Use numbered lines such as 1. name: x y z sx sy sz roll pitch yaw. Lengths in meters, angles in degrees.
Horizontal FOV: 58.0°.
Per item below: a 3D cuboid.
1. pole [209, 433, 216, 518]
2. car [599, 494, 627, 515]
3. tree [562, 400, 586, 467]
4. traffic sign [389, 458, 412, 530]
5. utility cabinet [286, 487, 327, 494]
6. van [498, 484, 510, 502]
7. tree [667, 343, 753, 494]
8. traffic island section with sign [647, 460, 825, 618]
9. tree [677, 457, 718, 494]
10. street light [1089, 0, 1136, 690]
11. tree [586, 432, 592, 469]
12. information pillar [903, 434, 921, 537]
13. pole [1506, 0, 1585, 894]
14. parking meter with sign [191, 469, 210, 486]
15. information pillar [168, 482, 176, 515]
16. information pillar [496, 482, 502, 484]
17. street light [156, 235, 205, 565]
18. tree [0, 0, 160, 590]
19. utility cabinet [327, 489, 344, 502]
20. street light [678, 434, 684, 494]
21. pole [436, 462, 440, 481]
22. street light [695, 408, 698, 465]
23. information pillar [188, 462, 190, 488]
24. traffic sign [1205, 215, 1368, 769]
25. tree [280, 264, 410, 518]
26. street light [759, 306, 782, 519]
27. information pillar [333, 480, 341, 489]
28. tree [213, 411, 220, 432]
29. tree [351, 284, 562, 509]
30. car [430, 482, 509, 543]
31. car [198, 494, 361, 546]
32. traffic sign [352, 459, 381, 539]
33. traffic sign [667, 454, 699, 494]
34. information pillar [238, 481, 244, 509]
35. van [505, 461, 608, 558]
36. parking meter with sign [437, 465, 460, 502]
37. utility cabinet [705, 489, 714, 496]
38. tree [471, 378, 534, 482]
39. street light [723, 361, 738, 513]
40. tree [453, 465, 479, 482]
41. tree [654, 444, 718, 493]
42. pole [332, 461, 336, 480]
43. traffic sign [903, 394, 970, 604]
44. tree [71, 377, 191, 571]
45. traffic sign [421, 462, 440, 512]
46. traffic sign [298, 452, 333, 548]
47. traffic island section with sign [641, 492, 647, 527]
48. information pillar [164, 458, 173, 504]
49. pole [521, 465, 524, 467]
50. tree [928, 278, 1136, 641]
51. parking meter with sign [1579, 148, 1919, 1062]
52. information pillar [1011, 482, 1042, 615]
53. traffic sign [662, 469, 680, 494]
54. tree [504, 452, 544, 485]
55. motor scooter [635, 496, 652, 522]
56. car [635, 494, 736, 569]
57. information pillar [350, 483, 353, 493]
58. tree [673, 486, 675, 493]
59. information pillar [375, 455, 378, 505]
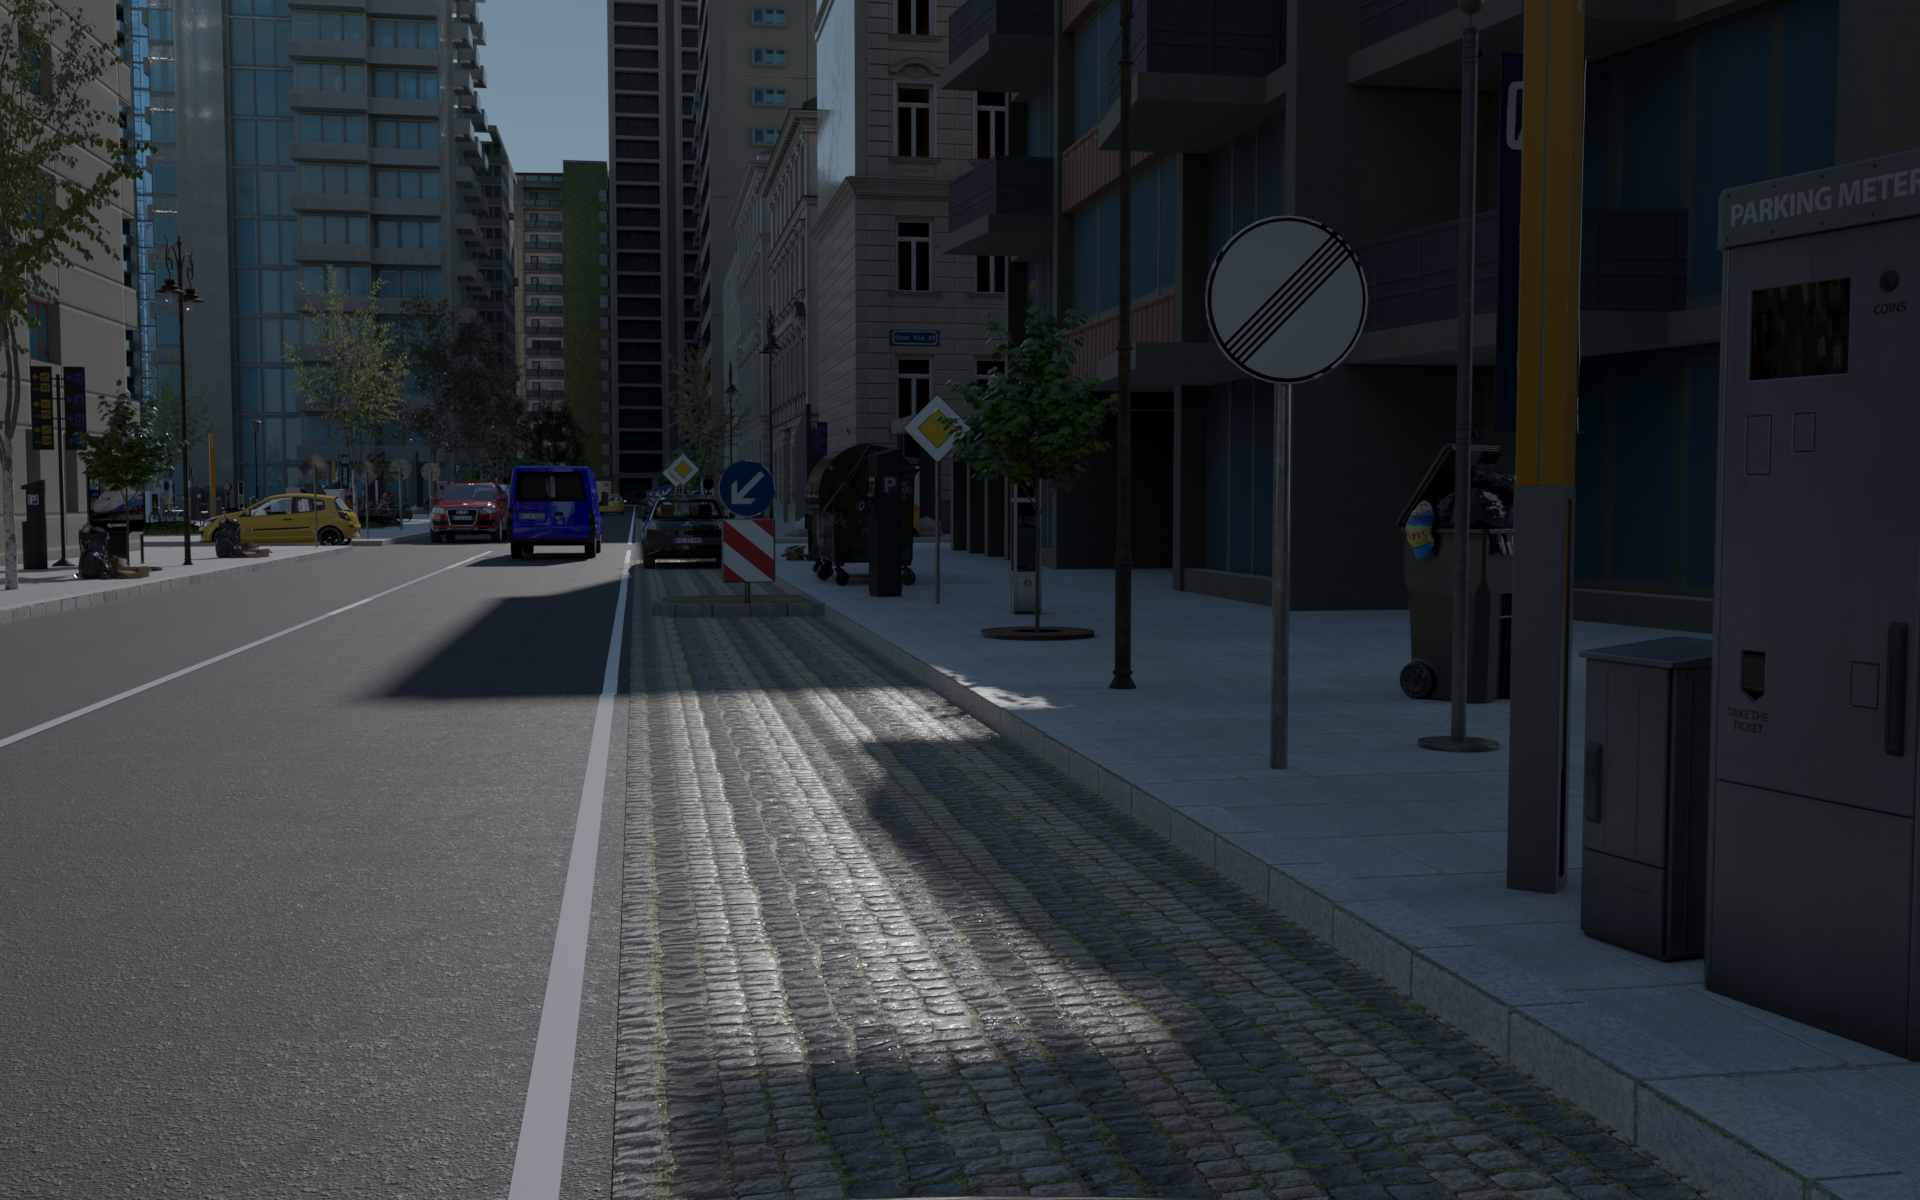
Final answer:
1. pole: -24.844 -3.898 57.575 0.158 3.312 0.155 0 3 0
2. car: -23.760 -6.598 118.093 2.015 1.641 3.980 -1 4 -9
3. tree: -26.037 -9.696 92.945 8.767 10.594 7.601 3 5 42
4. traffic sign: -20.016 -3.784 61.982 0.768 2.556 0.104 -1 4 -10
5. utility cabinet: -22.125 -3.049 58.528 1.173 1.500 0.318 -2 4 -24
6. van: -18.804 -3.830 69.626 2.013 2.044 4.112 -1 4 -11
7. tree: -12.376 -8.163 83.824 4.737 8.622 4.395 0 3 0
8. traffic island section with sign: -2.720 -0.752 20.918 1.989 1.847 2.006 -1 4 -11
9. tree: -14.852 -6.361 98.598 1.663 3.219 1.824 0 3 0
10. street light: 1.075 -2.354 11.273 0.468 5.910 1.993 -1 4 -11
11. tree: -38.055 -13.786 159.811 8.767 10.594 7.601 0 4 -6
12. information pillar: -1.426 -3.664 51.267 0.504 3.616 0.183 -1 4 -18
13. pole: 1.884 -0.716 5.556 0.158 3.312 0.155 0 3 0
14. parking meter with sign: -51.934 -7.522 119.245 1.738 3.016 0.543 -1 4 -15
15. information pillar: -48.877 -6.293 107.379 0.304 2.012 0.304 0 4 7
16. information pillar: -27.068 -5.953 101.820 0.304 2.012 0.304 -2 4 -26
17. street light: -13.953 -3.568 31.125 0.468 5.910 1.993 -1 4 -11
18. tree: -12.972 -4.439 22.936 4.737 8.622 4.395 0 3 0
19. utility cabinet: -29.710 -4.482 81.964 1.173 1.500 0.318 1 4 17
20. street light: -19.936 -9.244 123.932 0.468 5.910 1.993 -1 4 -11
21. pole: -33.266 -7.132 110.452 0.158 3.312 0.155 0 3 0
22. street light: -14.022 -7.317 92.425 0.468 5.910 1.993 -1 4 -11
23. information pillar: -48.545 -7.184 108.812 0.504 3.616 0.183 2 4 31
24. traffic sign: 1.492 -0.485 8.028 0.768 2.556 0.104 0 4 -7
25. tree: -19.368 -6.412 55.191 4.360 8.622 3.978 0 3 0
26. street light: -4.671 -4.281 42.775 0.468 5.910 1.993 -1 4 -11
27. information pillar: -32.239 -5.209 89.655 0.304 2.012 0.304 1 4 23
28. tree: -41.004 -8.549 90.142 4.737 8.622 4.395 0 3 0
29. tree: -23.990 -8.777 77.918 8.767 10.594 7.601 3 4 36
30. car: -14.905 -2.707 52.930 2.281 1.827 5.304 -1 4 -9
31. car: -17.982 -2.176 45.808 3.980 1.641 2.015 -1 4 -10
32. traffic sign: -16.797 -2.778 49.069 0.795 2.450 0.064 -1 4 -11
33. traffic sign: -6.830 -2.394 42.779 0.795 2.450 0.064 -1 4 -11
34. information pillar: -41.662 -5.864 100.365 0.304 2.012 0.304 -2 4 -26
35. van: -9.374 -2.198 40.321 2.240 2.365 5.245 -1 4 -10
36. parking meter with sign: -30.544 -6.500 102.535 1.738 3.016 0.543 1 4 9
37. utility cabinet: -11.593 -4.373 80.178 0.318 1.500 1.173 -1 4 -15
38. tree: -28.058 -9.493 105.578 4.737 8.622 4.395 0 3 0
39. street light: -7.952 -5.343 60.142 0.468 5.910 1.993 -1 4 -11
40. tree: -34.001 -7.687 120.288 1.663 3.219 1.824 0 3 0
41. tree: -16.617 -7.524 106.727 4.285 4.588 4.351 0 3 0
42. pole: -38.699 -6.928 107.120 0.158 3.312 0.155 0 3 0
43. traffic sign: -0.263 -1.156 20.085 0.795 2.450 0.064 0 4 -5
44. tree: -14.010 -2.100 28.943 1.663 3.219 1.824 0 3 0
45. traffic sign: -21.278 -4.254 69.651 0.768 2.556 0.104 0 4 -1
46. traffic sign: -15.332 -2.298 41.219 0.795 2.450 0.064 -1 4 -11
47. traffic island section with sign: -13.015 -4.130 76.147 1.989 1.847 2.006 -1 4 -11
48. information pillar: -50.750 -7.325 111.121 0.504 3.616 0.183 -2 4 -23
49. pole: -31.103 -7.915 123.246 0.158 3.312 0.155 0 3 0
50. tree: 0.689 -1.289 15.681 1.663 3.219 1.824 0 3 0
51. parking meter with sign: 2.247 -0.485 4.199 0.543 3.016 1.738 -1 4 -22
52. information pillar: 0.706 -0.856 18.493 0.304 2.012 0.304 0 4 -5
53. traffic sign: -8.296 -2.874 50.629 0.795 2.450 0.064 -1 4 -11
54. tree: -35.760 -9.721 142.644 4.285 4.588 4.351 0 3 0
55. motor scooter: -16.214 -4.646 88.737 0.815 1.314 1.986 -1 4 -9
56. car: -5.466 -1.516 34.575 2.009 1.686 4.222 -1 4 -10
57. information pillar: -40.655 -6.821 116.014 0.304 2.012 0.304 0 4 7
58. tree: -28.083 -10.860 172.166 1.663 3.219 1.824 0 3 0
59. information pillar: -34.794 -6.846 103.292 0.183 3.616 0.504 -2 4 -23
